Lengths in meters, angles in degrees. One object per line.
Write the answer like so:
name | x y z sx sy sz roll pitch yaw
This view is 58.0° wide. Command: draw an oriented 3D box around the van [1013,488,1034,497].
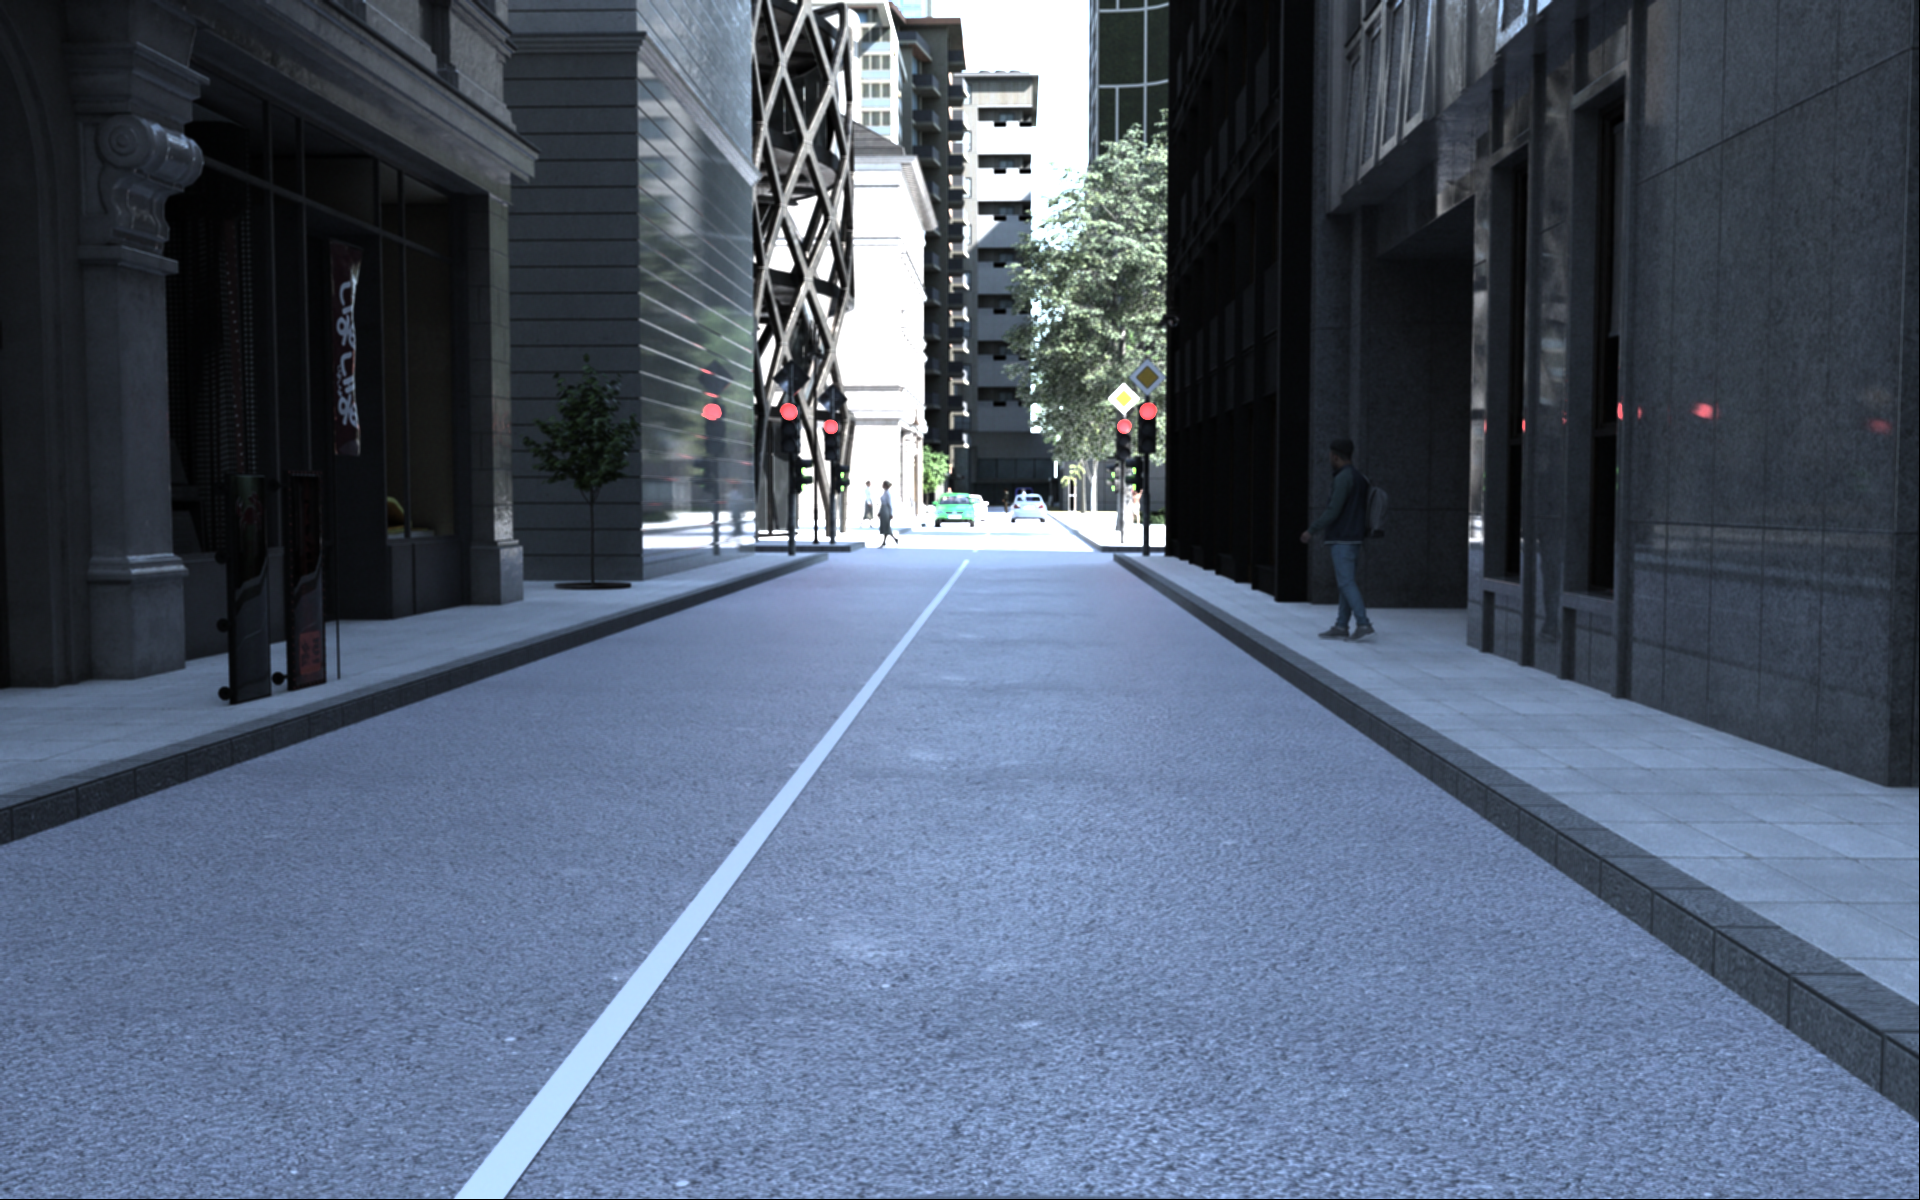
van | 6.576 -10.655 178.594 2.240 2.365 5.245 0 4 1

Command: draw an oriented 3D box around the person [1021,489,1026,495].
person | 4.273 -6.552 115.888 0.793 1.790 0.793 -2 4 -27

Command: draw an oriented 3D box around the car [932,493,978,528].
car | -0.215 -4.052 75.046 1.959 1.807 4.718 0 4 0

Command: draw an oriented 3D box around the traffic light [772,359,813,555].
traffic light | -3.503 -2.889 36.155 0.839 4.253 0.868 0 4 2

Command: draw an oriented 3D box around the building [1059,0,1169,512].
building | 18.014 -42.288 129.655 20.563 71.187 20.611 0 4 2

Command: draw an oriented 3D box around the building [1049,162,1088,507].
building | 25.626 -29.988 182.189 32.217 40.220 23.993 0 4 2

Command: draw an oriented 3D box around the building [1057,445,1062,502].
building | 27.486 -54.967 211.389 31.000 86.520 22.319 0 4 2

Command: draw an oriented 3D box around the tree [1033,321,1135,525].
tree | 5.402 -7.482 72.687 4.737 8.622 4.395 0 3 0

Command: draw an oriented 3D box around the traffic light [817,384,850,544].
traffic light | -3.234 -3.377 44.136 0.839 4.253 0.868 0 4 2

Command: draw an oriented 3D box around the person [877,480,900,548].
person | -1.914 -2.301 46.339 0.641 1.798 0.478 0 4 -8

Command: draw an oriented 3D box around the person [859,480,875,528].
person | -3.508 -3.609 65.281 0.641 1.798 0.478 2 4 31

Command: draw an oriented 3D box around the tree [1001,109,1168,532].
tree | 5.569 -9.313 58.921 9.857 13.997 8.962 0 3 0

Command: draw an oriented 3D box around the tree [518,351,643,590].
tree | -5.167 -1.775 23.619 1.663 3.219 1.824 0 3 0

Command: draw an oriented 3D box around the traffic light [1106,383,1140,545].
traffic light | 4.123 -3.363 43.904 0.839 4.253 0.868 0 4 2

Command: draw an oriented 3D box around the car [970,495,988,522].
car | 0.443 -4.785 90.601 2.083 1.381 4.827 0 4 2

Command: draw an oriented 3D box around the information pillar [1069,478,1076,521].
information pillar | 5.294 -4.716 81.601 0.304 2.012 0.304 1 4 11

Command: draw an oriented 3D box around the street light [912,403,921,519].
street light | -2.220 -7.073 88.427 0.468 5.910 1.993 0 4 2

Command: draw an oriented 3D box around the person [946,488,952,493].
person | -0.752 -7.407 127.677 0.617 1.759 0.750 -1 4 -9

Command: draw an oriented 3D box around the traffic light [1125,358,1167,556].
traffic light | 3.854 -2.875 35.924 0.839 4.253 0.868 0 4 2

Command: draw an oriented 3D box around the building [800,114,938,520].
building | -7.282 -14.384 86.091 10.553 20.767 40.483 0 4 2

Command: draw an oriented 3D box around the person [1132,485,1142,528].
person | 6.532 -3.614 65.109 0.580 1.828 0.573 0 4 -3

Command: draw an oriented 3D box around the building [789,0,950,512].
building | -17.101 -26.915 131.948 32.217 40.220 23.993 0 4 2

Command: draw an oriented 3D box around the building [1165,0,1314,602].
building | 10.173 -12.099 27.503 12.332 23.373 15.834 0 4 2

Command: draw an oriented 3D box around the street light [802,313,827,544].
street light | -3.706 -4.380 44.395 0.468 5.910 1.993 0 4 2

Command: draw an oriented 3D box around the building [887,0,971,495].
building | -14.588 -53.250 183.315 31.000 86.520 22.319 0 4 2

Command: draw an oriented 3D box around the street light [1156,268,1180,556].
street light | 4.298 -3.838 35.545 0.468 5.910 1.993 0 4 2

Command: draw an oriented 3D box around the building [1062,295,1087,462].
building | 23.355 -19.045 156.424 27.650 21.520 28.899 0 4 2

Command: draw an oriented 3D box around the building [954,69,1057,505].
building | -1.865 -38.364 216.483 27.495 52.752 28.713 0 4 2

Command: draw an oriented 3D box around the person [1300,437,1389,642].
person | 3.391 -0.541 15.237 0.721 1.781 0.623 1 4 20

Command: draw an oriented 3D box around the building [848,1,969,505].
building | -10.491 -30.799 158.192 22.147 44.769 28.867 0 4 2

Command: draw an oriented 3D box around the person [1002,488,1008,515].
person | 3.172 -6.889 120.764 0.705 1.869 1.348 1 4 10

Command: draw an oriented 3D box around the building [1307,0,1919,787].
building | 9.771 -11.718 9.614 12.078 24.808 19.932 0 4 2

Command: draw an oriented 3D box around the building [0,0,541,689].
building | -10.367 -9.159 0.653 10.553 20.767 40.483 0 4 2

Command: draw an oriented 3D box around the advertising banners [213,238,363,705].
advertising banners | -4.345 -0.930 11.394 0.090 3.025 2.074 0 4 5

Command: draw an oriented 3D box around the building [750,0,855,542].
building | -11.725 -11.292 52.071 16.820 18.784 16.811 0 4 2

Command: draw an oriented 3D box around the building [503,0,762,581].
building | -19.208 -15.486 30.681 29.804 29.767 11.434 0 4 2

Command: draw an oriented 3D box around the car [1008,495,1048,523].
car | 3.390 -4.552 86.434 2.014 1.417 4.499 0 4 1

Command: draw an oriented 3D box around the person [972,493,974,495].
person | 1.286 -10.619 182.887 0.599 1.433 0.991 1 4 13

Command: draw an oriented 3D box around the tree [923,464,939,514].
tree | -2.124 -7.610 119.029 1.663 3.219 1.824 0 3 0

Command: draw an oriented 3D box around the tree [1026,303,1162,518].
tree | 7.401 -10.268 93.634 9.928 11.665 9.643 0 3 0

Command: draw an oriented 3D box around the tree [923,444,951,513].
tree | -2.211 -7.943 113.579 4.285 4.588 4.351 0 3 0
